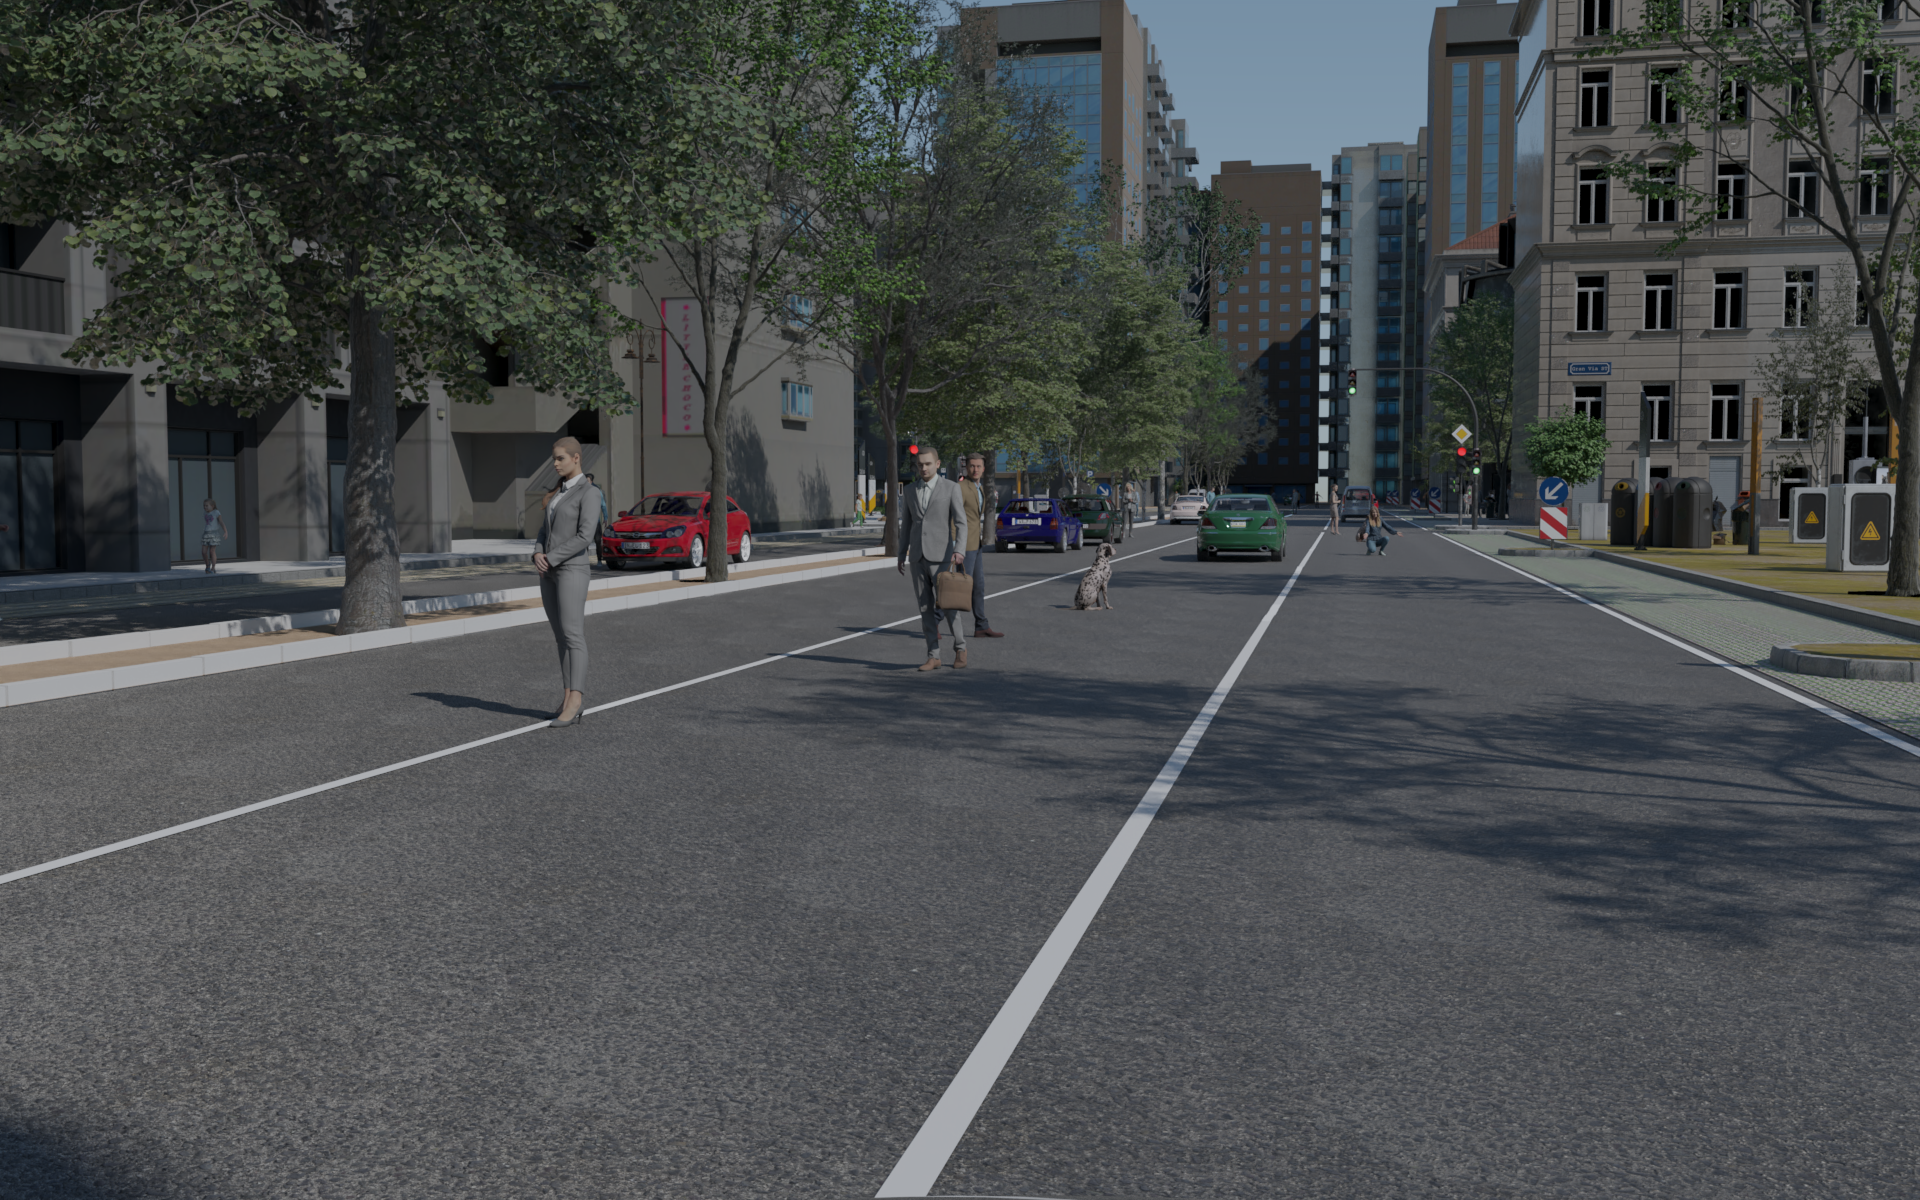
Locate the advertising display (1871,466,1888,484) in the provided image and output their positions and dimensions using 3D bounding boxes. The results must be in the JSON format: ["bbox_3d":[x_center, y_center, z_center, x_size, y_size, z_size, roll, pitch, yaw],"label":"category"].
[{"bbox_3d":[21.534,-2.155,40.440,0.974,1.923,0.123,-3,4,-38],"label":"advertising display"}]

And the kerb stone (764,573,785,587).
[{"bbox_3d":[-3.000,-0.303,27.149,0.120,0.150,1.000,1,4,13],"label":"kerb stone"}]

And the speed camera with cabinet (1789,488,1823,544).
[{"bbox_3d":[22.497,-3.069,44.508,2.038,3.252,0.660,1,4,18],"label":"speed camera with cabinet"}]

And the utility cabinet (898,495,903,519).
[{"bbox_3d":[-2.972,-4.834,90.189,1.020,1.237,0.306,-3,4,-37],"label":"utility cabinet"}]

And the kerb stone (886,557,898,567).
[{"bbox_3d":[-1.421,-0.732,34.157,0.120,0.150,1.000,1,4,13],"label":"kerb stone"}]

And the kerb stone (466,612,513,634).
[{"bbox_3d":[-4.998,0.252,18.152,0.120,0.150,1.000,1,4,13],"label":"kerb stone"}]

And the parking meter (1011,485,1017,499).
[{"bbox_3d":[3.654,-6.806,116.982,0.399,1.863,0.255,-1,4,-18],"label":"parking meter"}]

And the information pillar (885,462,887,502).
[{"bbox_3d":[-5.370,-8.214,125.649,0.183,3.616,0.504,0,4,4],"label":"information pillar"}]

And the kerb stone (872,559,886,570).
[{"bbox_3d":[-1.648,-0.667,33.160,0.120,0.150,1.000,1,4,13],"label":"kerb stone"}]

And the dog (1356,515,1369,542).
[{"bbox_3d":[12.138,-2.154,52.060,0.513,0.831,0.800,0,4,-3],"label":"dog"}]

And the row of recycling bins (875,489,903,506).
[{"bbox_3d":[-5.416,-7.819,134.952,1.069,1.692,3.534,-3,4,-36],"label":"row of recycling bins"}]

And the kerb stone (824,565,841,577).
[{"bbox_3d":[-2.319,-0.486,30.151,0.120,0.150,1.000,1,4,13],"label":"kerb stone"}]

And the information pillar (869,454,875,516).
[{"bbox_3d":[-5.127,-6.687,100.684,0.183,3.616,0.504,3,5,43],"label":"information pillar"}]

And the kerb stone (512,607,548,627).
[{"bbox_3d":[-4.784,0.186,19.151,0.120,0.150,1.000,1,4,13],"label":"kerb stone"}]

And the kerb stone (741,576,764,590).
[{"bbox_3d":[-3.218,-0.236,26.151,0.120,0.150,1.000,1,4,13],"label":"kerb stone"}]

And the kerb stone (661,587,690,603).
[{"bbox_3d":[-3.886,-0.059,23.154,0.120,0.150,1.000,1,4,13],"label":"kerb stone"}]

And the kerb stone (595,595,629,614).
[{"bbox_3d":[-4.331,0.064,21.146,0.120,0.150,1.000,1,4,13],"label":"kerb stone"}]

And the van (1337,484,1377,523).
[{"bbox_3d":[20.289,-4.981,88.452,2.013,2.044,4.112,1,4,12],"label":"van"}]

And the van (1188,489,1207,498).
[{"bbox_3d":[19.872,-8.452,145.209,2.013,2.044,4.112,1,4,14],"label":"van"}]

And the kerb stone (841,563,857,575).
[{"bbox_3d":[-2.096,-0.549,31.165,0.120,0.150,1.000,1,4,13],"label":"kerb stone"}]

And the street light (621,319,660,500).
[{"bbox_3d":[-8.403,-4.464,45.769,0.468,5.910,1.993,1,4,13],"label":"street light"}]

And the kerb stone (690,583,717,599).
[{"bbox_3d":[-3.658,-0.120,24.150,0.120,0.150,1.000,1,4,13],"label":"kerb stone"}]

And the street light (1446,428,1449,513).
[{"bbox_3d":[32.869,-8.806,116.774,0.468,5.910,1.993,1,4,13],"label":"street light"}]

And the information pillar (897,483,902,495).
[{"bbox_3d":[-3.963,-6.647,113.176,0.304,2.012,0.304,-3,5,-43],"label":"information pillar"}]

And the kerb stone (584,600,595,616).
[{"bbox_3d":[-4.550,0.132,20.146,0.120,0.150,1.000,1,4,13],"label":"kerb stone"}]

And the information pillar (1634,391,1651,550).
[{"bbox_3d":[15.540,-2.936,39.358,0.183,3.616,0.504,0,4,2],"label":"information pillar"}]

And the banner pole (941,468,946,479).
[{"bbox_3d":[-1.186,-9.113,139.008,0.863,3.779,0.401,-2,4,-24],"label":"banner pole"}]

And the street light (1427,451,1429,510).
[{"bbox_3d":[38.495,-10.366,142.266,0.468,5.910,1.993,1,4,13],"label":"street light"}]

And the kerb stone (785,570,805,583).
[{"bbox_3d":[-2.776,-0.361,28.149,0.120,0.150,1.000,1,4,13],"label":"kerb stone"}]

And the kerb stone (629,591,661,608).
[{"bbox_3d":[-4.105,0.003,22.143,0.120,0.150,1.000,1,4,13],"label":"kerb stone"}]

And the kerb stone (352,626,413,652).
[{"bbox_3d":[-5.450,0.372,16.157,0.120,0.150,1.000,1,4,13],"label":"kerb stone"}]

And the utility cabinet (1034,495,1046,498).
[{"bbox_3d":[5.955,-7.067,126.703,1.020,1.237,0.306,1,4,14],"label":"utility cabinet"}]

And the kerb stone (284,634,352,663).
[{"bbox_3d":[-5.678,0.431,15.160,0.120,0.150,1.000,1,4,13],"label":"kerb stone"}]

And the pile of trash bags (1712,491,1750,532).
[{"bbox_3d":[25.672,-3.033,59.341,1.912,1.369,3.447,-2,4,-32],"label":"pile of trash bags"}]

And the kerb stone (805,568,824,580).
[{"bbox_3d":[-2.544,-0.424,29.145,0.120,0.150,1.000,1,4,13],"label":"kerb stone"}]

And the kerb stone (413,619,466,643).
[{"bbox_3d":[-5.218,0.310,17.154,0.120,0.150,1.000,1,4,13],"label":"kerb stone"}]

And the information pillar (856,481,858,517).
[{"bbox_3d":[-5.584,-5.591,95.912,0.304,2.012,0.304,1,4,23],"label":"information pillar"}]

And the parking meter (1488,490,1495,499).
[{"bbox_3d":[30.779,-5.624,100.359,0.372,1.533,0.369,0,3,0],"label":"parking meter"}]

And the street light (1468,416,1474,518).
[{"bbox_3d":[27.036,-7.243,91.206,0.468,5.910,1.993,1,4,13],"label":"street light"}]

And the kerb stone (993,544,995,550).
[{"bbox_3d":[0.809,-1.336,44.148,0.120,0.150,1.000,1,4,13],"label":"kerb stone"}]

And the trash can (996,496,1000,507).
[{"bbox_3d":[3.094,-8.312,147.551,0.748,1.137,0.748,0,3,0],"label":"trash can"}]

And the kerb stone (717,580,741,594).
[{"bbox_3d":[-3.440,-0.181,25.149,0.120,0.150,1.000,1,4,13],"label":"kerb stone"}]

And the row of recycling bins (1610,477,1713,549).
[{"bbox_3d":[17.108,-2.151,42.280,1.069,1.692,3.534,-1,4,-10],"label":"row of recycling bins"}]

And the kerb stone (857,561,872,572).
[{"bbox_3d":[-1.875,-0.610,32.164,0.120,0.150,1.000,1,4,13],"label":"kerb stone"}]

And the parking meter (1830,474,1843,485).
[{"bbox_3d":[25.533,-2.739,50.497,0.255,1.863,0.399,1,4,17],"label":"parking meter"}]

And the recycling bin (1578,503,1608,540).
[{"bbox_3d":[17.632,-2.184,48.255,0.722,1.027,0.722,1,4,16],"label":"recycling bin"}]

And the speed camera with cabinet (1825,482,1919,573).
[{"bbox_3d":[15.375,-2.081,28.356,2.038,3.252,0.660,0,4,2],"label":"speed camera with cabinet"}]

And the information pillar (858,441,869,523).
[{"bbox_3d":[-4.299,-5.163,75.776,0.183,3.616,0.504,2,4,29],"label":"information pillar"}]

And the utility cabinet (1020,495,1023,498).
[{"bbox_3d":[4.015,-6.512,117.626,1.020,1.237,0.306,2,4,31],"label":"utility cabinet"}]

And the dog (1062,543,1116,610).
[{"bbox_3d":[1.543,-0.287,21.528,0.800,0.831,0.513,0,4,4],"label":"dog"}]

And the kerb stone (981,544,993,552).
[{"bbox_3d":[0.591,-1.281,43.143,0.120,0.150,1.000,1,4,13],"label":"kerb stone"}]

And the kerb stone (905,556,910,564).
[{"bbox_3d":[-1.205,-0.793,35.156,0.120,0.150,1.000,1,4,13],"label":"kerb stone"}]
